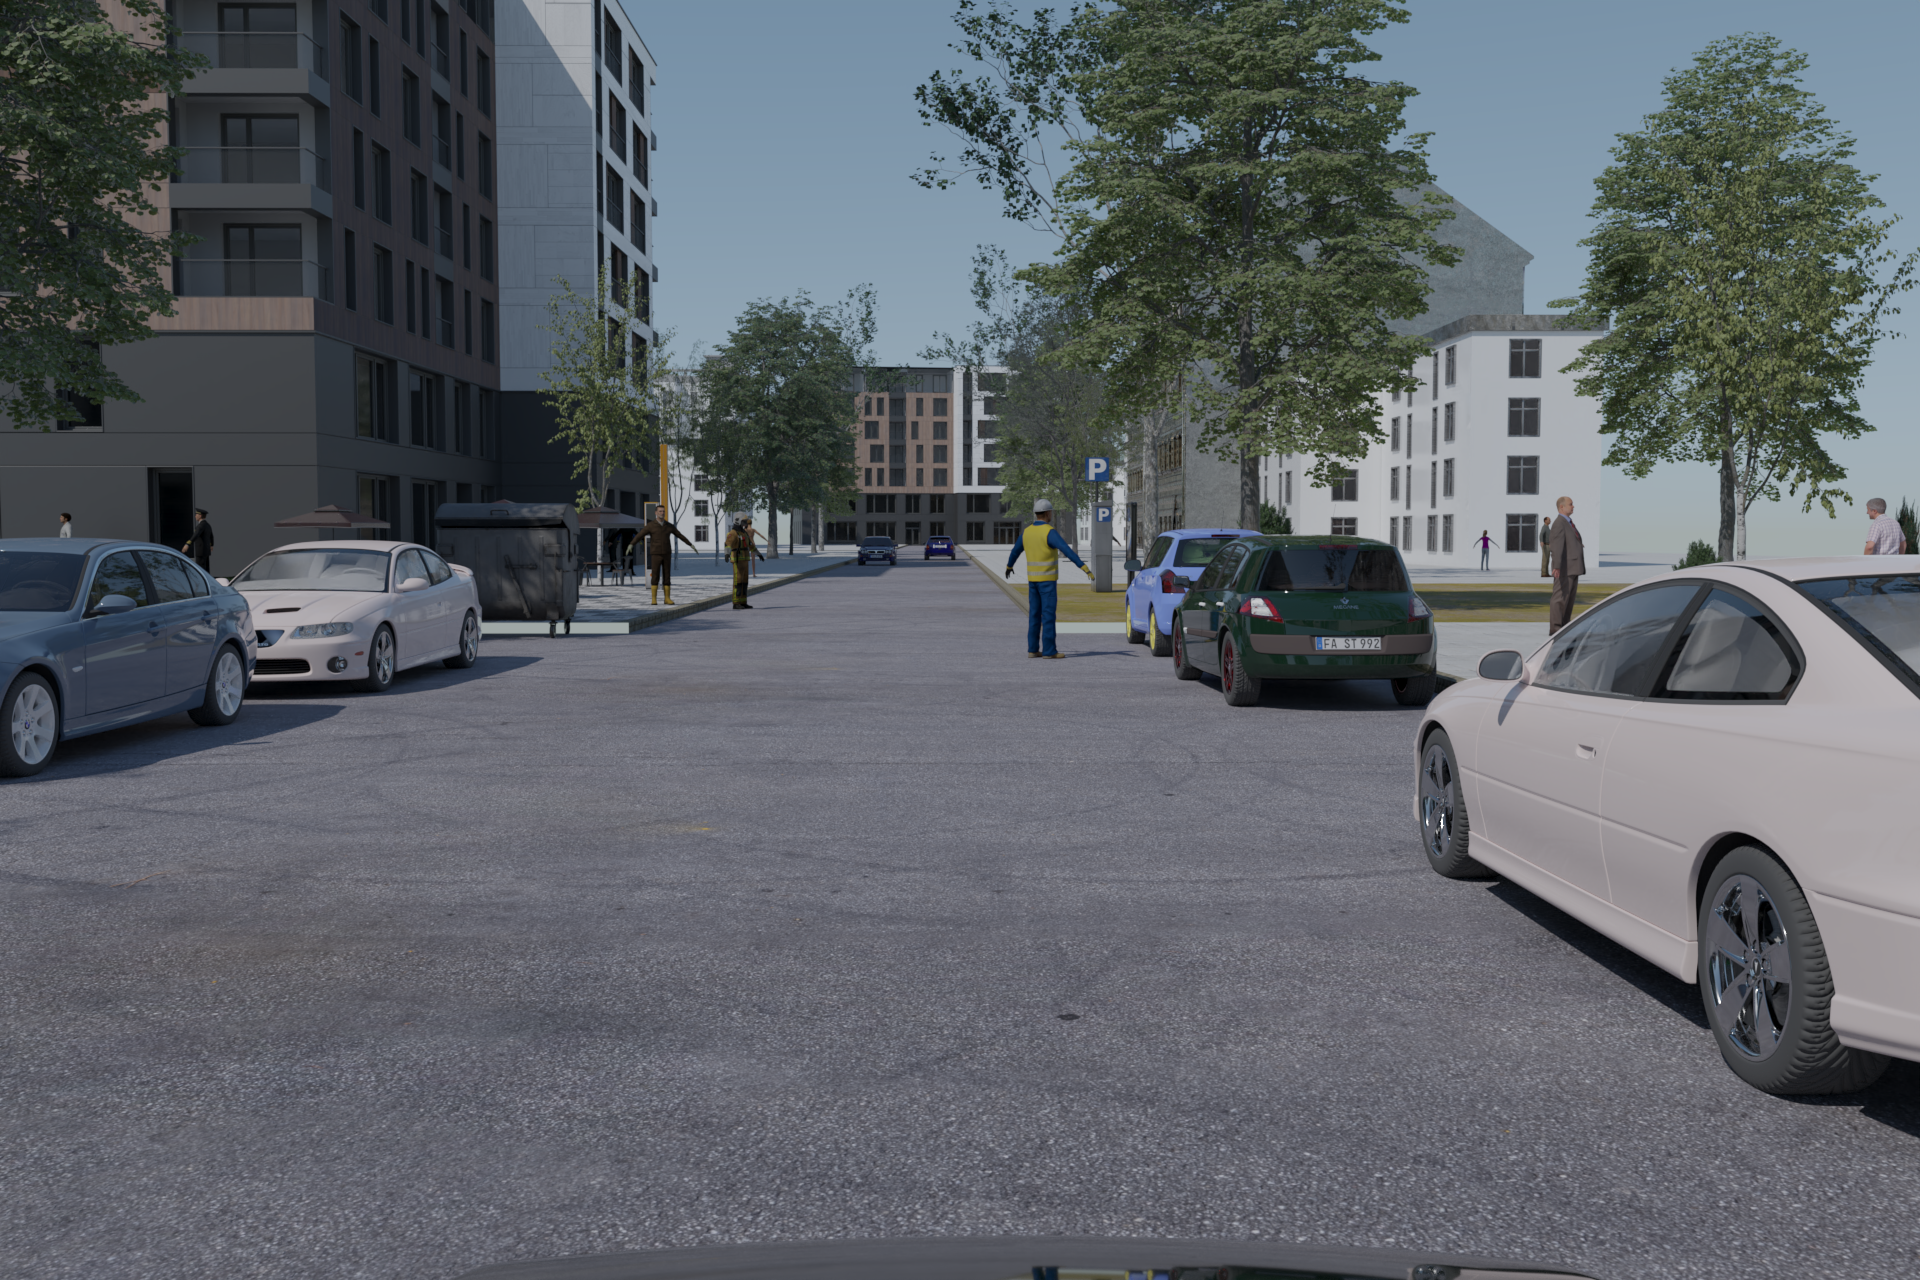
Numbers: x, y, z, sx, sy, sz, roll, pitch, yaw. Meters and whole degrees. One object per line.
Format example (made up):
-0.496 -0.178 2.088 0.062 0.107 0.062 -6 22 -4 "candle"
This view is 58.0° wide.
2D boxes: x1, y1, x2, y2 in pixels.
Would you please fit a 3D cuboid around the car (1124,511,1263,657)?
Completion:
3.048 -0.731 21.547 1.945 1.707 3.694 0 4 -1 "car"

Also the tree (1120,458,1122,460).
20.784 -18.172 222.869 9.928 11.665 9.643 0 3 0 "tree"

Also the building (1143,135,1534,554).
21.356 -16.662 103.355 19.493 23.208 18.063 0 4 -1 "building"

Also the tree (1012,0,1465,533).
4.770 -6.826 29.739 7.486 12.596 7.792 0 3 0 "tree"

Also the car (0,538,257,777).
-6.340 0.017 11.725 2.014 1.417 4.499 0 3 0 "car"

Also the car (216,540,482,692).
-6.144 -0.295 17.180 2.083 1.381 4.827 0 3 0 "car"

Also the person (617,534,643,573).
-10.822 -3.067 56.617 1.216 1.772 0.721 3 5 39 "person"

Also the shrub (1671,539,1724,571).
14.849 -1.449 34.813 1.383 1.207 1.383 0 3 0 "shrub"

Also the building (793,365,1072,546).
-4.473 -22.910 221.008 32.646 21.610 27.936 -1 4 -8 "building"

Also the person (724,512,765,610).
-4.158 -1.515 33.002 0.705 1.858 1.354 2 4 24 "person"

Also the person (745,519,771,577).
-6.229 -2.734 51.500 1.217 1.733 0.721 0 4 5 "person"

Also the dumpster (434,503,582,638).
-6.316 -0.980 24.236 1.865 1.857 1.264 0 4 -1 "dumpster"

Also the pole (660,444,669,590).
-6.736 -2.793 39.513 0.158 3.312 0.155 0 3 0 "pole"

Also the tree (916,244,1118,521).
3.740 -15.812 114.422 12.611 20.169 13.585 0 3 0 "tree"

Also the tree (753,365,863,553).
-10.289 -12.146 116.708 7.486 12.596 7.792 0 3 0 "tree"

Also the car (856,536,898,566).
-3.804 -4.119 79.931 1.945 1.354 3.894 0 4 -1 "car"

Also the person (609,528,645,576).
-10.205 -2.880 53.276 1.347 1.806 0.705 1 4 12 "person"

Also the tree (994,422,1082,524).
5.793 -12.839 128.040 7.486 12.596 7.792 0 3 0 "tree"

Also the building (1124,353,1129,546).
21.953 -19.565 176.312 16.016 20.090 11.380 0 4 0 "building"

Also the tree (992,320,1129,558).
5.460 -10.651 92.276 7.486 12.596 7.792 0 3 0 "tree"

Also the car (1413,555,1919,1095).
2.936 0.400 5.817 2.083 1.381 4.827 0 4 -1 "car"

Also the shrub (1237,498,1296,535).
6.558 -2.042 37.421 1.661 2.075 1.752 0 3 0 "shrub"

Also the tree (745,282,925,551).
-9.122 -16.742 129.618 12.611 20.169 13.585 0 3 0 "tree"

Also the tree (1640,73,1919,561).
12.873 -4.753 28.074 4.737 8.622 4.395 0 3 0 "tree"

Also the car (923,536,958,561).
-1.092 -5.052 95.178 1.945 1.354 3.894 0 4 0 "car"

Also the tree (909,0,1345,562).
4.293 -11.729 47.656 12.611 20.169 13.585 0 3 0 "tree"

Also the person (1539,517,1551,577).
17.384 -2.752 51.272 0.705 1.796 1.348 3 4 38 "person"

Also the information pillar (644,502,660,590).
-7.125 -2.180 40.143 0.304 2.012 0.304 0 3 0 "information pillar"

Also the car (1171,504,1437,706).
3.025 -0.370 15.833 2.009 1.686 4.222 0 4 -2 "car"

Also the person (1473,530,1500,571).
18.461 -3.151 60.784 0.991 1.433 0.599 3 5 42 "person"

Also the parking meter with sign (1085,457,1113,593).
3.139 -2.589 38.592 0.543 3.016 1.738 0 4 -2 "parking meter with sign"

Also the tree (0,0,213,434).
-12.613 -6.249 20.306 7.486 12.596 7.792 0 3 0 "tree"

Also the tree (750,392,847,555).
-10.064 -10.483 105.815 8.767 10.594 7.601 3 5 45 "tree"

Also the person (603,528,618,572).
-11.696 -3.178 58.181 0.704 1.802 1.346 0 4 8 "person"

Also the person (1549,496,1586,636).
7.666 -0.930 21.809 0.434 1.755 0.990 3 5 40 "person"

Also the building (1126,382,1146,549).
24.688 -19.562 150.767 19.493 23.208 18.063 0 3 0 "building"

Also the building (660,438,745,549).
-25.030 -13.678 165.775 9.099 9.664 28.070 0 3 0 "building"

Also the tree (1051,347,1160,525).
5.133 -7.109 66.599 4.360 8.622 3.978 0 3 0 "tree"

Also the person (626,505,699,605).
-5.400 -1.541 31.329 1.346 1.812 0.704 -2 4 -26 "person"

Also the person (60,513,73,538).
-22.113 -2.240 42.818 0.705 1.806 1.347 -2 4 -33 "person"

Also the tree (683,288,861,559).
-9.917 -11.233 90.311 9.857 13.997 8.962 0 3 0 "tree"

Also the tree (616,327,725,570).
-10.108 -6.816 61.800 4.360 8.622 3.978 0 3 0 "tree"

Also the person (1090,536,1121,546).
4.305 -2.792 51.773 1.348 1.813 0.705 -3 5 -44 "person"

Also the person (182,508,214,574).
-16.178 -1.896 36.928 0.705 1.837 1.347 0 4 0 "person"

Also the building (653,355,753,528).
-28.568 -20.042 184.111 16.016 20.090 11.380 0 4 0 "building"

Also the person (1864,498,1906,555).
10.893 -0.831 20.561 0.756 1.711 0.436 -1 4 -23 "person"

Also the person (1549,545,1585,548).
16.326 -2.501 46.743 1.347 1.847 0.705 -2 4 -31 "person"

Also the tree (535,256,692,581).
-9.657 -5.913 47.048 4.737 8.622 4.395 0 3 0 "tree"

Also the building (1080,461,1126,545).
19.243 -15.646 197.967 9.099 9.664 28.070 0 4 -1 "building"

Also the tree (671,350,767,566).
-9.693 -7.261 69.086 4.360 8.622 3.978 0 3 0 "tree"

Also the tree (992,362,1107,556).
5.433 -10.738 101.318 9.928 11.665 9.643 0 3 0 "tree"

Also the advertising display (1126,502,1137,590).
3.482 -1.835 35.210 0.123 1.923 0.974 0 4 -1 "advertising display"

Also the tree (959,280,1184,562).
5.159 -10.323 79.158 12.009 13.543 11.850 0 3 0 "tree"

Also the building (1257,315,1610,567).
20.230 -8.455 80.384 9.099 9.664 28.070 0 3 0 "building"

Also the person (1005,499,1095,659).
0.976 -0.707 19.983 1.349 1.833 0.705 3 5 45 "person"

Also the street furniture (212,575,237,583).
-14.569 -0.930 30.831 5.734 0.657 10.072 0 4 -7 "street furniture"

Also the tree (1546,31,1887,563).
17.516 -7.464 40.169 7.486 12.596 7.792 0 3 0 "tree"

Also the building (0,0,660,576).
-26.938 -13.178 59.441 27.936 21.610 32.646 0 4 -1 "building"
